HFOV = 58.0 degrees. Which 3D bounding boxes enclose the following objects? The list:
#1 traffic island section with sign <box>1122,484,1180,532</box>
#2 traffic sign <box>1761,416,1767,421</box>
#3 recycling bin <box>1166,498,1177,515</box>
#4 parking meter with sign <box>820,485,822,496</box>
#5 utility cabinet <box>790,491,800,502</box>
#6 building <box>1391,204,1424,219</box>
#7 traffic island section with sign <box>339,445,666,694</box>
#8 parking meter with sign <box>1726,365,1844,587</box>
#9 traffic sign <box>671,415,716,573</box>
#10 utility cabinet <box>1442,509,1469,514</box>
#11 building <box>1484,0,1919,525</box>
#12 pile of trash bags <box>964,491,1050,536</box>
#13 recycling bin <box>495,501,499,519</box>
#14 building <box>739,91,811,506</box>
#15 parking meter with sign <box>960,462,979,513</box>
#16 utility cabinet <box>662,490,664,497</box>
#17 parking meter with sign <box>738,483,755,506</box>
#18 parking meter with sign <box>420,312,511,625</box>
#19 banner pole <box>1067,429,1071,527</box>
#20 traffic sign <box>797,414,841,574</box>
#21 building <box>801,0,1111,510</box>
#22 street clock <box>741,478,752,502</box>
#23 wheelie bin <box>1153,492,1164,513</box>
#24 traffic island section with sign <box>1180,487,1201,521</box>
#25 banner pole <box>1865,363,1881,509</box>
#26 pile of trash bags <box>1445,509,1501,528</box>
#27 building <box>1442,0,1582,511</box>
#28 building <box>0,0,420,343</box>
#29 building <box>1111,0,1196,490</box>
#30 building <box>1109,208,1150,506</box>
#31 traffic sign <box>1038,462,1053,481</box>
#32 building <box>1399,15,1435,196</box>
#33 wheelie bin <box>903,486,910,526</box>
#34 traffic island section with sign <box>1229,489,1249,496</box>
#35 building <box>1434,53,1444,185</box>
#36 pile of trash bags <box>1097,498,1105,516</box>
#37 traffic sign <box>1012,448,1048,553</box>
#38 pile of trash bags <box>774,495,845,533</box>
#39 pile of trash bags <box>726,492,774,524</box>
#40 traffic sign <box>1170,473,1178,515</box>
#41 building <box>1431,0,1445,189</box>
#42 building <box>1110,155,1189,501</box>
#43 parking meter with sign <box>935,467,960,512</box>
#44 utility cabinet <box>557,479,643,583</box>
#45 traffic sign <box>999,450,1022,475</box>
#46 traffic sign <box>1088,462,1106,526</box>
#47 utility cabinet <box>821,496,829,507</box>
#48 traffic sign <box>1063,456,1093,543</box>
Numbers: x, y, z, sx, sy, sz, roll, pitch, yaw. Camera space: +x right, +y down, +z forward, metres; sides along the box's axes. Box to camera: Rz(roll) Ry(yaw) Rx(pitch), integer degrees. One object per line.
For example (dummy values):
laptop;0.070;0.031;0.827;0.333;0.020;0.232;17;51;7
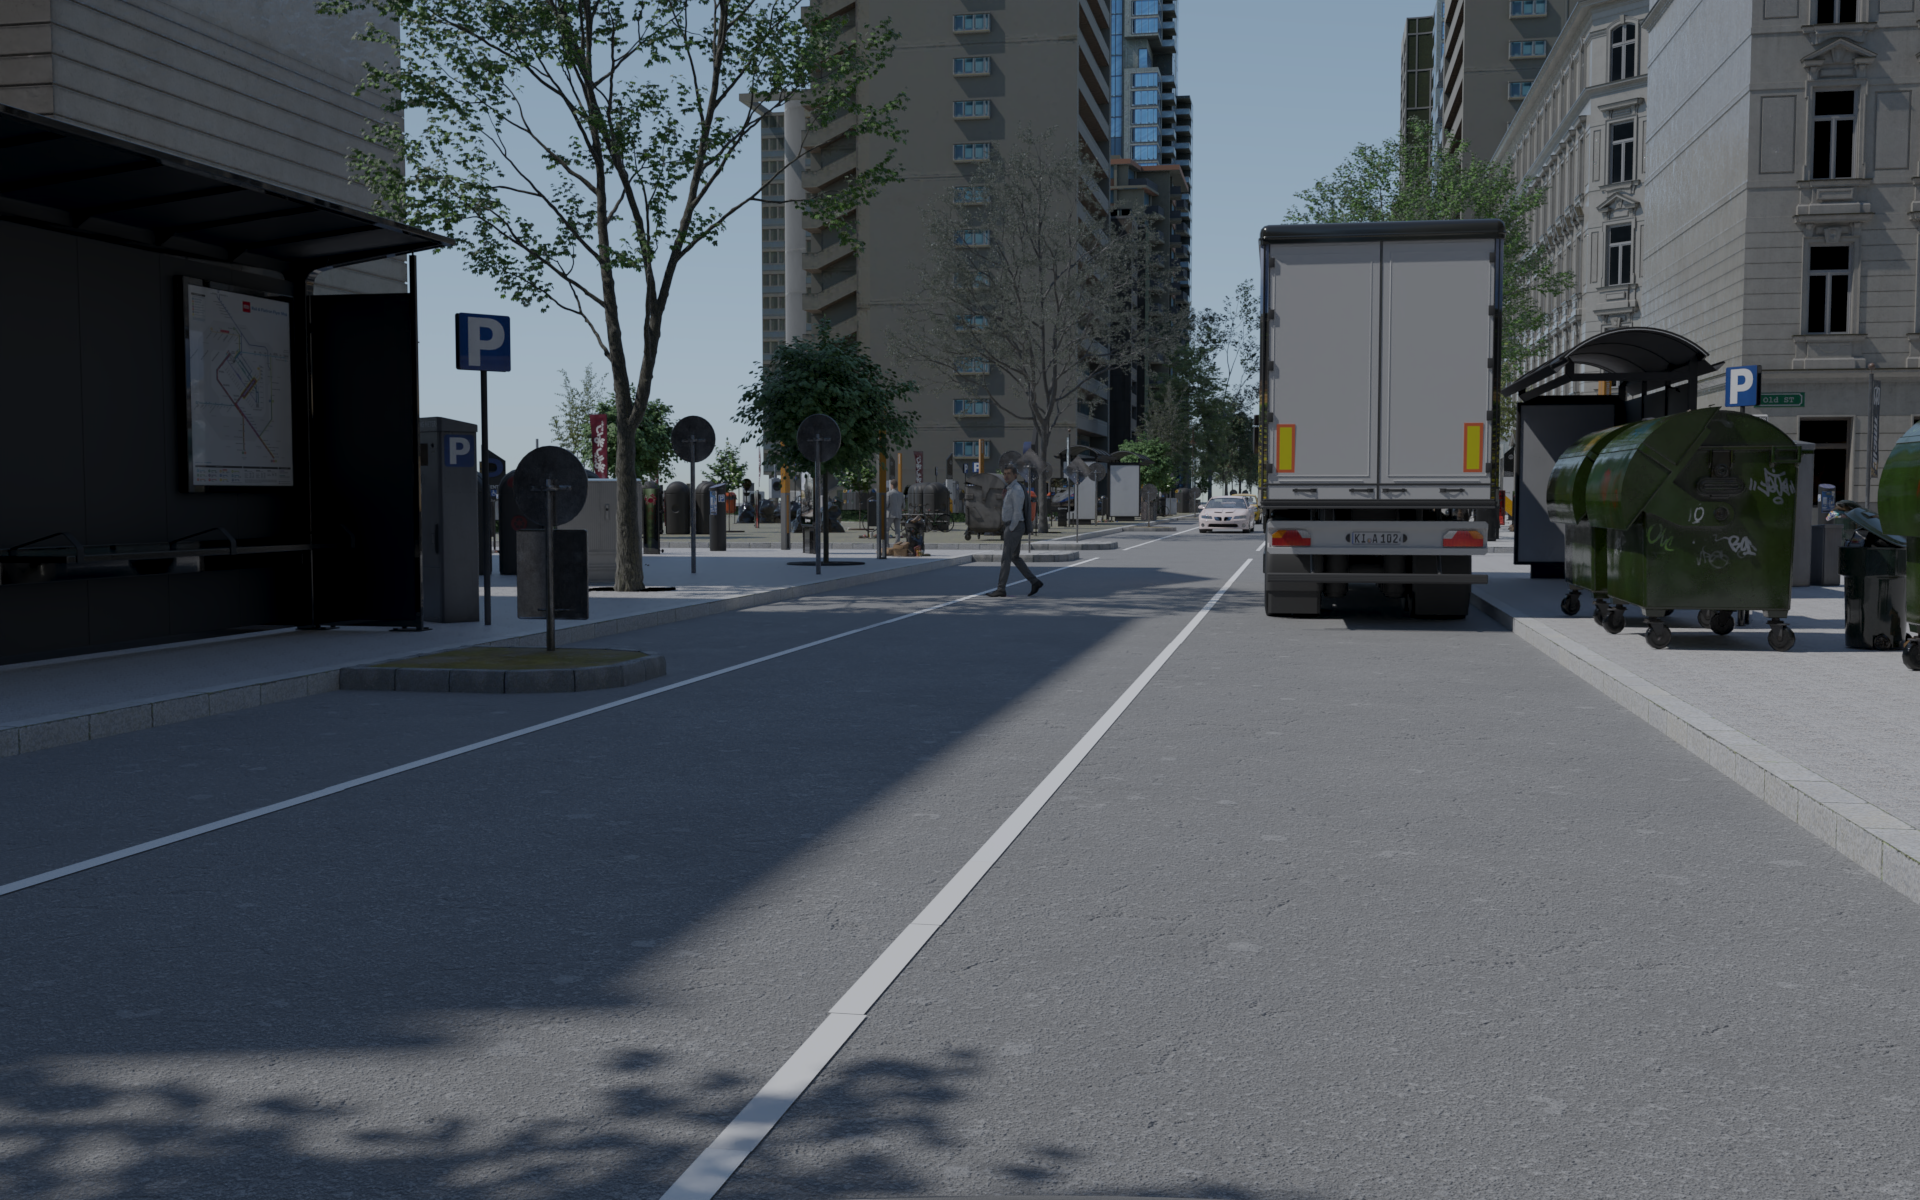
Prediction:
traffic island section with sign;7.340;-3.565;66.917;1.989;1.847;2.006;1;4;11
traffic sign;10.117;-1.244;22.462;0.606;2.300;0.079;1;4;14
recycling bin;13.015;-5.809;107.533;0.722;1.027;0.722;-1;4;-10
parking meter with sign;-6.662;-5.148;80.436;0.543;3.016;1.738;1;4;15
utility cabinet;-11.426;-6.761;119.218;1.173;1.500;0.318;3;4;38
building;67.291;-34.213;242.978;14.154;41.232;14.086;1;4;11
traffic island section with sign;-3.391;-0.293;13.424;1.989;1.847;2.006;1;4;11
parking meter with sign;11.430;-1.694;23.957;1.738;3.016;0.543;-1;4;-22
traffic sign;-4.326;-1.709;28.049;0.768;2.556;0.104;1;4;12
utility cabinet;20.336;-3.825;71.214;0.318;1.500;1.173;-3;4;-36
building;38.810;-19.330;92.463;17.030;29.872;44.131;1;4;11
pile of trash bags;1.524;-2.690;53.734;1.912;1.369;3.447;-2;4;-24
recycling bin;-16.826;-3.011;61.790;0.722;1.027;0.722;3;5;43
building;-1.132;-28.500;157.862;32.217;40.220;23.993;1;4;11
parking meter with sign;0.683;-5.997;94.310;0.543;3.016;1.738;1;4;20
utility cabinet;-16.840;-5.610;100.399;1.173;1.500;0.318;0;4;5
parking meter with sign;-13.275;-6.889;108.904;0.543;3.016;1.738;3;5;41
parking meter with sign;-5.188;-1.297;17.467;0.543;3.016;1.738;-3;5;-43
banner pole;4.179;-4.694;66.762;0.401;3.779;0.863;0;4;-5
traffic sign;-2.263;-1.681;27.595;0.768;2.556;0.104;1;4;20
building;-0.175;-31.211;134.000;21.300;48.544;21.600;1;4;11
street clock;-9.791;-4.583;79.508;0.471;2.002;0.358;-1;4;-12
wheelie bin;13.244;-6.582;115.517;0.980;1.594;0.693;2;4;30
traffic island section with sign;12.891;-5.253;94.518;1.989;1.847;2.006;1;4;11
banner pole;17.563;-2.650;33.339;0.401;3.779;0.863;3;5;43
pile of trash bags;19.888;-3.378;64.976;3.447;1.369;1.912;1;4;21
building;50.508;-31.539;139.368;21.300;48.544;21.600;1;4;11
building;-19.832;-11.003;29.053;18.267;20.994;9.793;1;4;11
building;24.112;-57.614;254.665;22.319;86.520;31.000;1;4;11
building;11.466;-24.669;175.032;14.160;30.474;14.107;1;4;11
traffic sign;3.261;-4.146;67.892;0.768;2.556;0.104;1;4;21
building;74.097;-50.173;258.578;20.563;71.187;20.611;1;4;11
wheelie bin;-1.867;-3.717;68.686;0.980;1.594;0.693;-2;4;-34
traffic island section with sign;22.738;-8.253;143.567;1.989;1.847;2.006;1;4;11
building;56.975;-33.330;164.555;23.786;49.044;30.456;1;4;11
pile of trash bags;6.829;-5.701;102.970;3.447;1.369;1.912;-1;4;-11
traffic sign;1.518;-2.085;37.735;0.795;2.450;0.064;1;4;11
pile of trash bags;-5.042;-2.989;58.621;1.912;1.369;3.447;-1;4;-13
pile of trash bags;-9.014;-4.030;75.638;1.912;1.369;3.447;3;4;37
traffic sign;12.535;-6.312;103.204;0.884;2.594;0.081;1;4;19
building;68.345;-55.369;217.947;22.319;86.520;31.000;1;4;11
building;18.179;-34.986;226.646;22.147;44.769;28.867;1;4;11
parking meter with sign;-0.448;-6.341;99.929;1.738;3.016;0.543;2;4;24
utility cabinet;-5.139;-0.980;24.695;1.173;1.500;0.318;-1;4;-16
traffic sign;1.499;-3.087;50.585;0.768;2.556;0.104;1;4;12
traffic sign;5.482;-4.265;69.833;0.768;2.556;0.104;1;4;18
utility cabinet;-5.625;-3.575;69.616;0.306;1.237;1.020;-2;4;-29
traffic sign;3.091;-2.564;45.564;0.795;2.450;0.064;1;4;11
